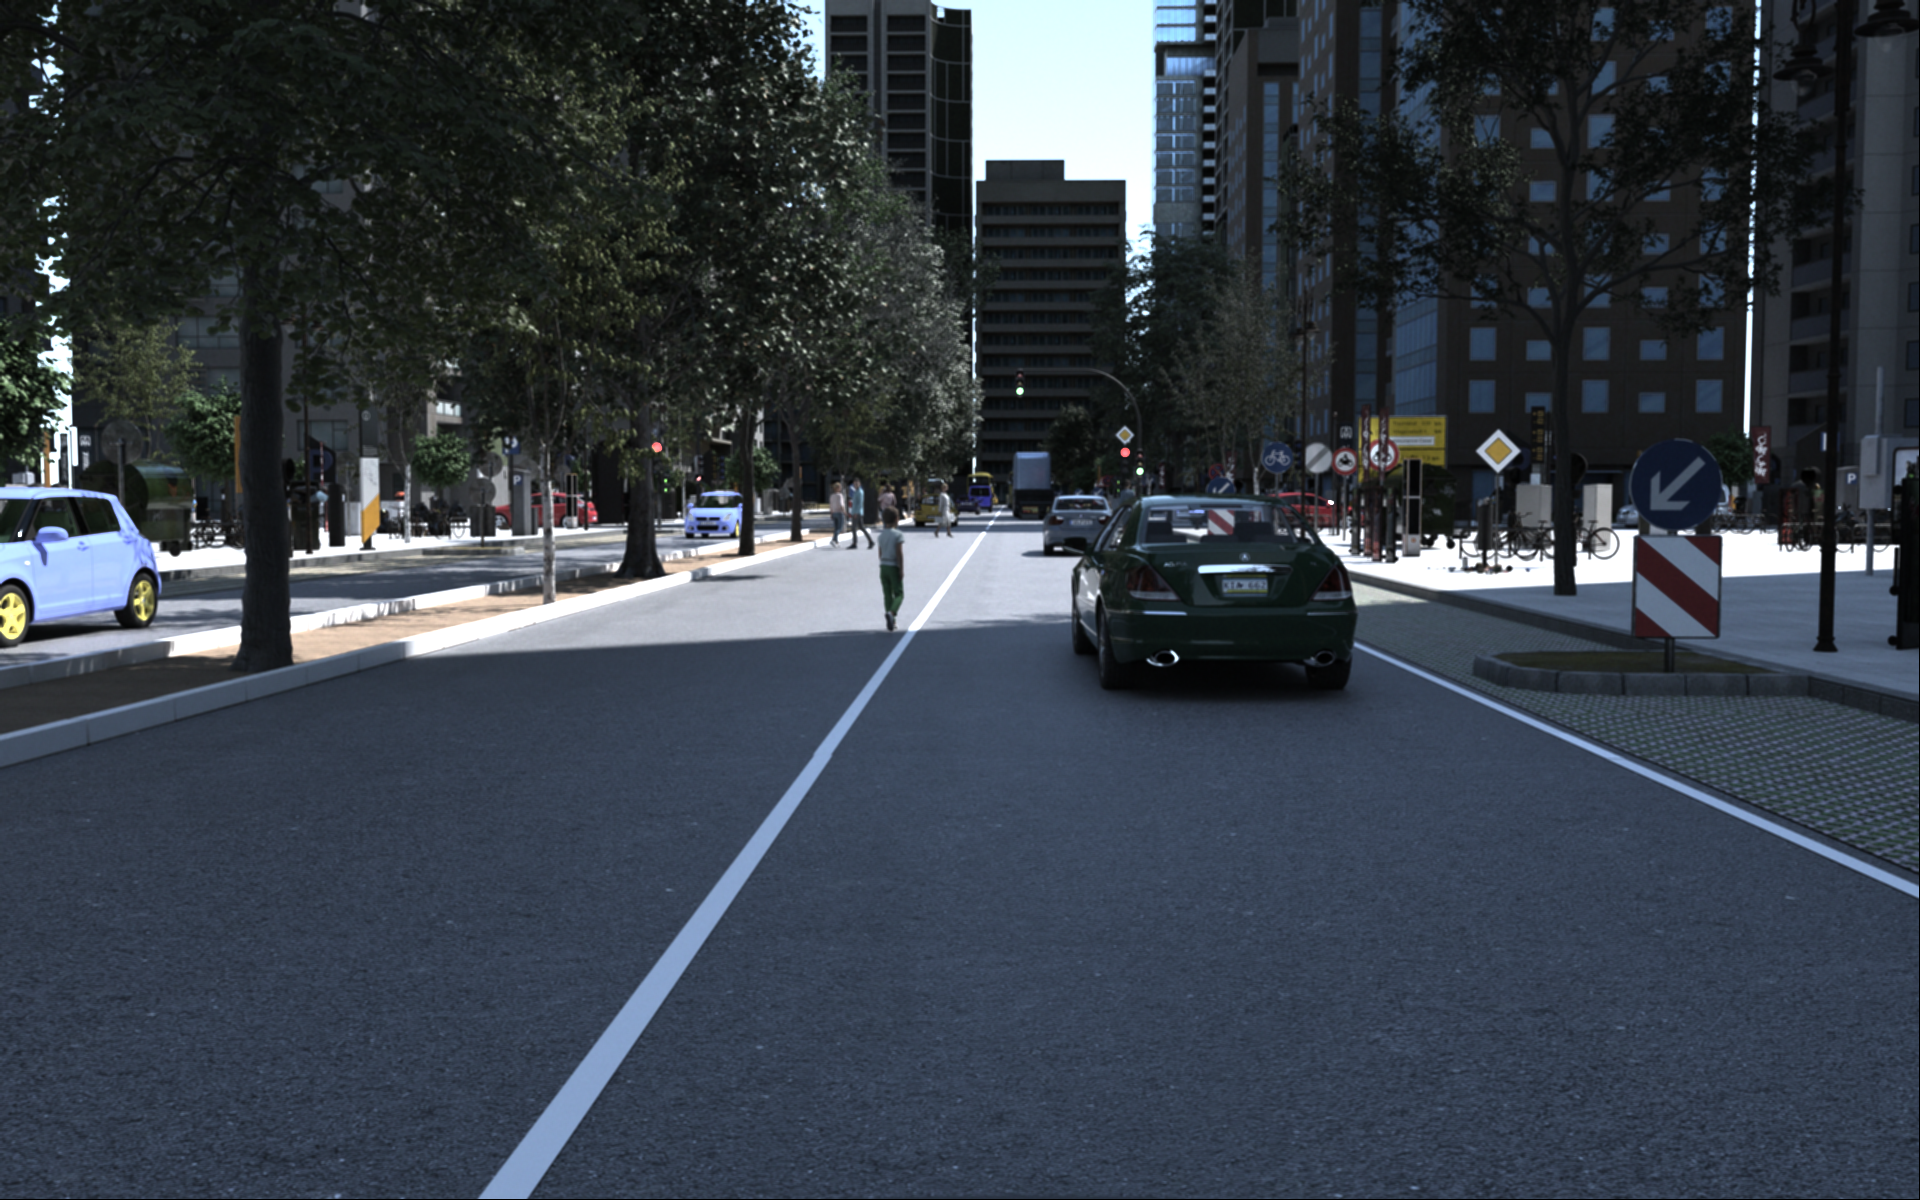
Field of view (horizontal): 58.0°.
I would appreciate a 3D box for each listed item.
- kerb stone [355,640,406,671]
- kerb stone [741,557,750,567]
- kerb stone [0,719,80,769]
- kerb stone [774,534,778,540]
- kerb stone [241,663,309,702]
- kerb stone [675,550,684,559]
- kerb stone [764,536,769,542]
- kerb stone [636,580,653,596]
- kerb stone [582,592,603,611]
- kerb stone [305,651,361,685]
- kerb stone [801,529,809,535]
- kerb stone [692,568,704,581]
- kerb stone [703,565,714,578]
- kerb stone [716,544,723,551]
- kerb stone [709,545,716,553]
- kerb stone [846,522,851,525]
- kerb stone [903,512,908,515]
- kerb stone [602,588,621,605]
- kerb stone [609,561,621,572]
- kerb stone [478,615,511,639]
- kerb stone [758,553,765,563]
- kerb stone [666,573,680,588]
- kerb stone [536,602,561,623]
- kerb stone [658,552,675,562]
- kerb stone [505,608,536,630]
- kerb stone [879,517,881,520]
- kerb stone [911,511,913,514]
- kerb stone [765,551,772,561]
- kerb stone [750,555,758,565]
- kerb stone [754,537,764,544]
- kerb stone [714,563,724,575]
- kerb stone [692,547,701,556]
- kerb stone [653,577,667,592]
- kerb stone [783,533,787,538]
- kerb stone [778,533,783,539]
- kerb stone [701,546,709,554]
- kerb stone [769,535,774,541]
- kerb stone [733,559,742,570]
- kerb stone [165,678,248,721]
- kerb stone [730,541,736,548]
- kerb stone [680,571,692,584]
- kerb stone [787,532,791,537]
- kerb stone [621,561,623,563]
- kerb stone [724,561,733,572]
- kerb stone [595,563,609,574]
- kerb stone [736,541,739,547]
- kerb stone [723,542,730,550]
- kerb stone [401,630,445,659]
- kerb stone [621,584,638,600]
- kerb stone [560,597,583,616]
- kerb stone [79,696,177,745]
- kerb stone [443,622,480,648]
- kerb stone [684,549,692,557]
[{"bbox_3d":[-4.895,0.471,14.495,0.120,0.150,1.000,0,4,2],"label":"kerb stone"},{"bbox_3d":[-4.312,-0.722,33.999,0.120,0.150,1.000,0,4,2],"label":"kerb stone"},{"bbox_3d":[-5.047,0.785,9.364,0.120,0.150,1.000,0,4,2],"label":"kerb stone"},{"bbox_3d":[-5.815,-1.914,53.513,0.120,0.150,1.000,0,4,2],"label":"kerb stone"},{"bbox_3d":[-4.956,0.597,12.440,0.120,0.150,1.000,0,4,2],"label":"kerb stone"},{"bbox_3d":[-6.284,-0.974,38.119,0.120,0.150,1.000,0,4,2],"label":"kerb stone"},{"bbox_3d":[-5.880,-1.786,51.461,0.120,0.150,1.000,0,4,2],"label":"kerb stone"},{"bbox_3d":[-4.584,-0.156,24.751,0.120,0.150,1.000,0,4,2],"label":"kerb stone"},{"bbox_3d":[-4.678,0.031,21.681,0.120,0.150,1.000,0,4,2],"label":"kerb stone"},{"bbox_3d":[-4.928,0.536,13.462,0.120,0.150,1.000,0,4,2],"label":"kerb stone"},{"bbox_3d":[-5.543,-2.478,62.747,0.120,0.150,1.000,0,4,2],"label":"kerb stone"},{"bbox_3d":[-4.465,-0.402,28.864,0.120,0.150,1.000,0,4,2],"label":"kerb stone"},{"bbox_3d":[-4.436,-0.471,29.891,0.120,0.150,1.000,0,4,2],"label":"kerb stone"},{"bbox_3d":[-6.127,-1.284,43.259,0.120,0.150,1.000,0,4,2],"label":"kerb stone"},{"bbox_3d":[-6.156,-1.224,42.237,0.120,0.150,1.000,0,4,2],"label":"kerb stone"},{"bbox_3d":[-5.033,-3.514,79.656,0.120,0.150,1.000,0,4,2],"label":"kerb stone"},{"bbox_3d":[-3.763,-6.079,121.676,0.120,0.150,1.000,0,4,2],"label":"kerb stone"},{"bbox_3d":[-4.649,-0.031,22.703,0.120,0.150,1.000,0,4,2],"label":"kerb stone"},{"bbox_3d":[-6.472,-0.597,31.962,0.120,0.150,1.000,0,4,2],"label":"kerb stone"},{"bbox_3d":[-4.794,0.284,17.581,0.120,0.150,1.000,0,4,2],"label":"kerb stone"},{"bbox_3d":[-4.242,-0.842,36.045,0.120,0.150,1.000,0,4,2],"label":"kerb stone"},{"bbox_3d":[-4.523,-0.281,26.813,0.120,0.150,1.000,0,4,2],"label":"kerb stone"},{"bbox_3d":[-4.739,0.157,19.636,0.120,0.150,1.000,0,4,2],"label":"kerb stone"},{"bbox_3d":[-6.315,-0.907,37.091,0.120,0.150,1.000,0,4,2],"label":"kerb stone"},{"bbox_3d":[-4.779,0.220,18.603,0.120,0.150,1.000,0,4,2],"label":"kerb stone"},{"bbox_3d":[-4.439,-4.703,99.145,0.120,0.150,1.000,0,4,2],"label":"kerb stone"},{"bbox_3d":[-3.662,-6.271,124.752,0.120,0.150,1.000,0,4,2],"label":"kerb stone"},{"bbox_3d":[-4.212,-0.910,37.076,0.120,0.150,1.000,0,4,2],"label":"kerb stone"},{"bbox_3d":[-4.277,-0.780,35.023,0.120,0.150,1.000,0,4,2],"label":"kerb stone"},{"bbox_3d":[-5.913,-1.726,50.438,0.120,0.150,1.000,0,4,2],"label":"kerb stone"},{"bbox_3d":[-4.398,-0.533,30.917,0.120,0.150,1.000,0,4,2],"label":"kerb stone"},{"bbox_3d":[-6.218,-1.098,40.178,0.120,0.150,1.000,0,4,2],"label":"kerb stone"},{"bbox_3d":[-4.553,-0.218,25.782,0.120,0.150,1.000,0,4,2],"label":"kerb stone"},{"bbox_3d":[-5.750,-2.041,55.563,0.120,0.150,1.000,0,4,2],"label":"kerb stone"},{"bbox_3d":[-5.787,-1.978,54.540,0.120,0.150,1.000,0,4,2],"label":"kerb stone"},{"bbox_3d":[-6.182,-1.163,41.211,0.120,0.150,1.000,0,4,2],"label":"kerb stone"},{"bbox_3d":[-5.856,-1.853,52.486,0.120,0.150,1.000,0,4,2],"label":"kerb stone"},{"bbox_3d":[-4.338,-0.657,32.964,0.120,0.150,1.000,0,4,2],"label":"kerb stone"},{"bbox_3d":[-4.990,0.659,11.419,0.120,0.150,1.000,0,4,2],"label":"kerb stone"},{"bbox_3d":[-6.064,-1.414,45.311,0.120,0.150,1.000,0,4,2],"label":"kerb stone"},{"bbox_3d":[-4.493,-0.345,27.835,0.120,0.150,1.000,0,4,2],"label":"kerb stone"},{"bbox_3d":[-5.724,-2.103,56.585,0.120,0.150,1.000,0,4,2],"label":"kerb stone"},{"bbox_3d":[-6.435,-0.658,32.983,0.120,0.150,1.000,0,4,2],"label":"kerb stone"},{"bbox_3d":[-4.370,-0.596,31.939,0.120,0.150,1.000,0,4,2],"label":"kerb stone"},{"bbox_3d":[-6.501,-0.535,30.940,0.120,0.150,1.000,0,4,2],"label":"kerb stone"},{"bbox_3d":[-6.035,-1.477,46.337,0.120,0.150,1.000,0,4,2],"label":"kerb stone"},{"bbox_3d":[-6.097,-1.351,44.280,0.120,0.150,1.000,0,4,2],"label":"kerb stone"},{"bbox_3d":[-4.862,0.408,15.525,0.120,0.150,1.000,0,4,2],"label":"kerb stone"},{"bbox_3d":[-4.612,-0.090,23.724,0.120,0.150,1.000,0,4,2],"label":"kerb stone"},{"bbox_3d":[-4.712,0.094,20.657,0.120,0.150,1.000,0,4,2],"label":"kerb stone"},{"bbox_3d":[-5.016,0.723,10.397,0.120,0.150,1.000,0,4,2],"label":"kerb stone"},{"bbox_3d":[-4.830,0.345,16.557,0.120,0.150,1.000,0,4,2],"label":"kerb stone"},{"bbox_3d":[-6.258,-1.037,39.156,0.120,0.150,1.000,0,4,2],"label":"kerb stone"}]
